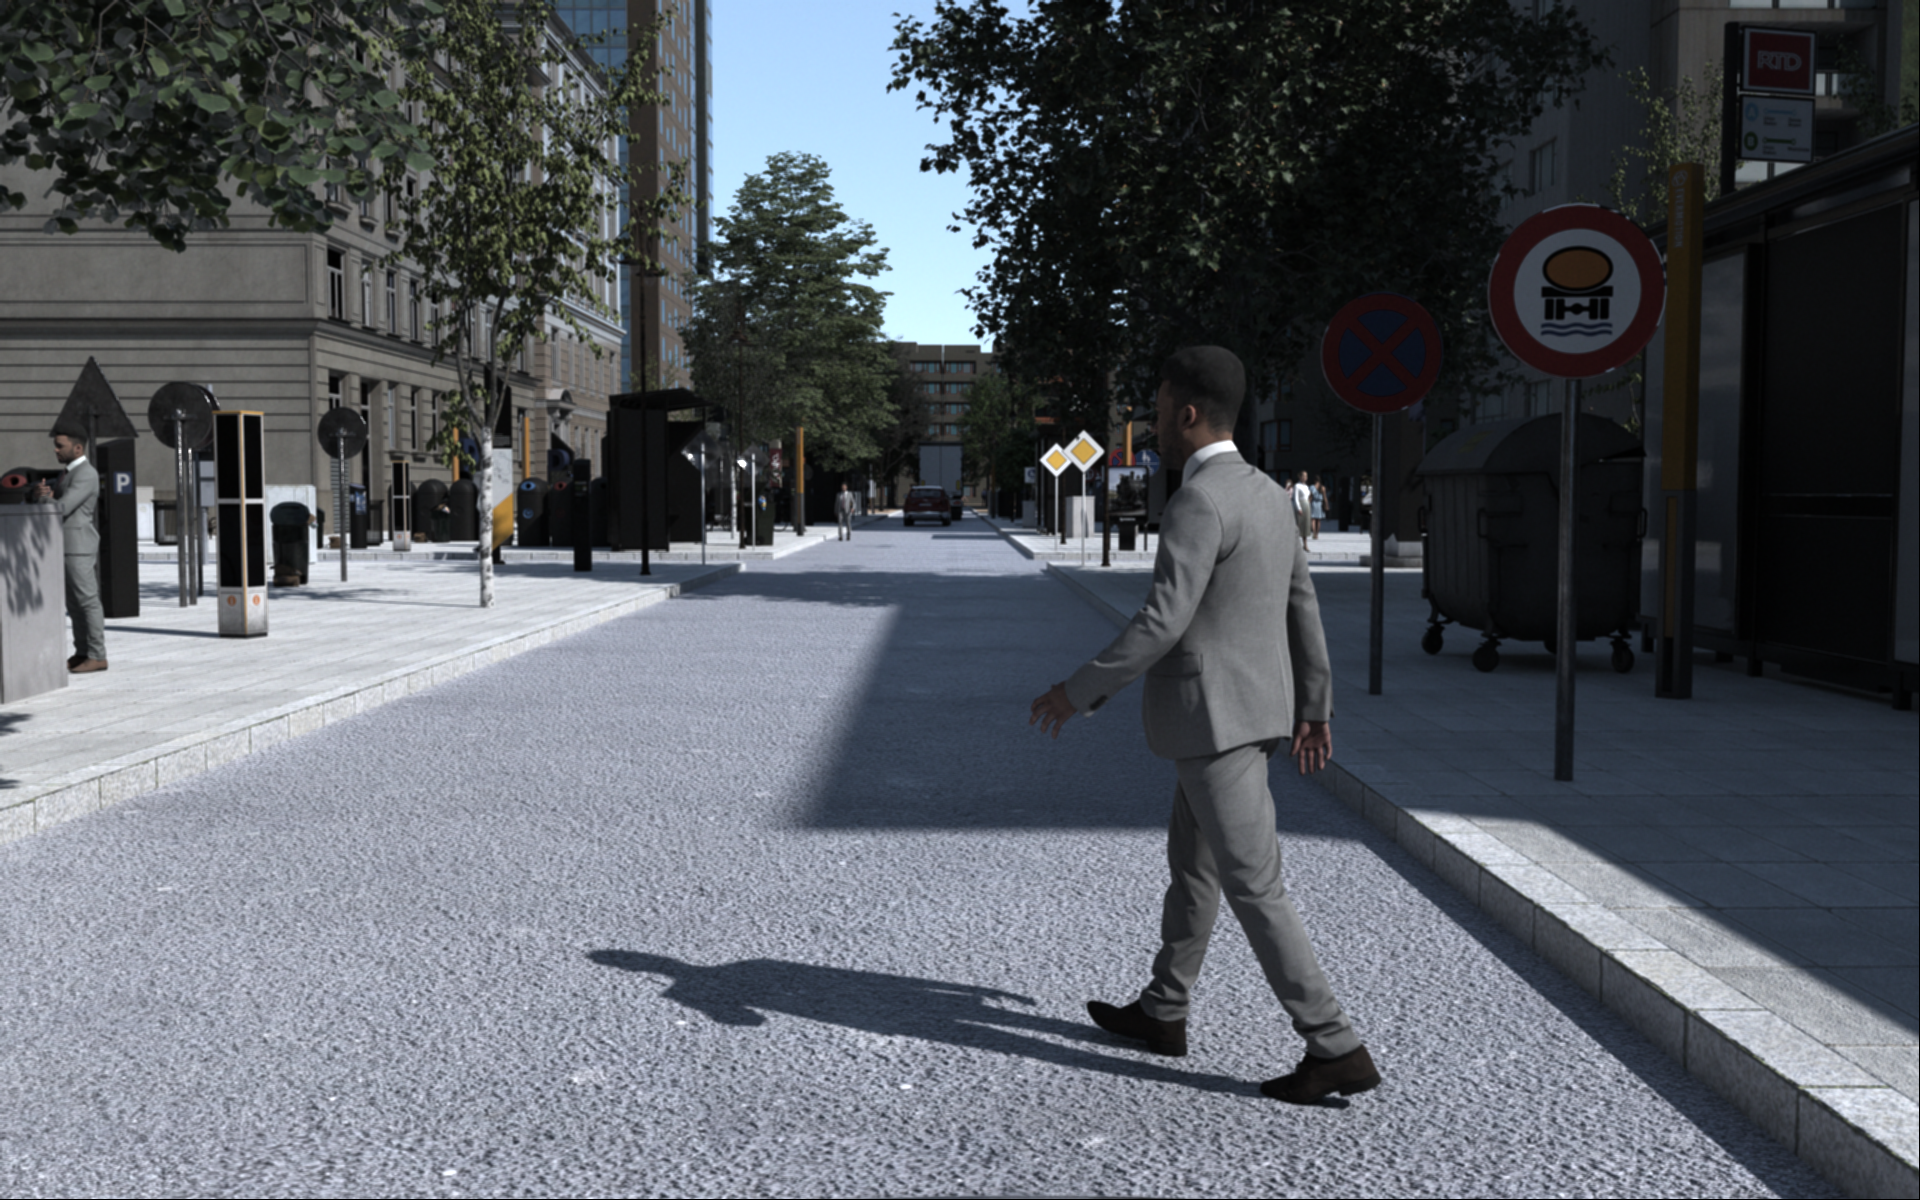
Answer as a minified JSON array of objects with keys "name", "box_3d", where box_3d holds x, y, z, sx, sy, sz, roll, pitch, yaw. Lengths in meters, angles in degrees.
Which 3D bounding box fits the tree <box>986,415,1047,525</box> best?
[{"name":"tree","box_3d":[2.924,-5.365,71.435,4.285,4.588,4.351,0,3,0]}]

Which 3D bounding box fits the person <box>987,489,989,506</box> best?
[{"name":"person","box_3d":[3.034,-10.956,185.315,0.705,1.807,1.348,1,4,10]}]

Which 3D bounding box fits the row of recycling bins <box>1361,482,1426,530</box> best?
[{"name":"row of recycling bins","box_3d":[15.794,-3.282,60.771,3.534,1.692,1.069,2,4,32]}]

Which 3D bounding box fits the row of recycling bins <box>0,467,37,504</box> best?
[{"name":"row of recycling bins","box_3d":[-14.802,-1.184,26.463,3.534,1.692,1.069,-1,4,-15]}]

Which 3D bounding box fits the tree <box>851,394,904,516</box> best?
[{"name":"tree","box_3d":[-5.591,-9.097,99.106,4.737,8.622,4.395,0,3,0]}]

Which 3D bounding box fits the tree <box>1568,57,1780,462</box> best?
[{"name":"tree","box_3d":[11.940,-4.825,29.244,4.737,8.622,4.395,0,3,0]}]

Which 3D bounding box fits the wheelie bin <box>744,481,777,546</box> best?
[{"name":"wheelie bin","box_3d":[-4.997,-2.156,43.164,0.693,1.594,0.980,-3,4,-38]}]

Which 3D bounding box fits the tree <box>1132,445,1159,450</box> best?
[{"name":"tree","box_3d":[10.765,-7.047,98.932,4.285,4.588,4.351,0,3,0]}]

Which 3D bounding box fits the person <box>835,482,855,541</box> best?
[{"name":"person","box_3d":[-3.532,-2.712,53.113,0.678,1.792,0.850,0,4,6]}]

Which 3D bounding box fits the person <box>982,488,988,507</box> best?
[{"name":"person","box_3d":[2.487,-10.151,171.874,0.709,1.838,0.599,1,4,21]}]

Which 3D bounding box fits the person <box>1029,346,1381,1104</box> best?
[{"name":"person","box_3d":[0.640,0.278,4.230,0.850,1.792,0.678,2,4,33]}]

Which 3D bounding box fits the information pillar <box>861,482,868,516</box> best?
[{"name":"information pillar","box_3d":[-5.664,-5.990,102.420,0.304,2.012,0.304,2,4,25]}]

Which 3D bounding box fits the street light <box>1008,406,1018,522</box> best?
[{"name":"street light","box_3d":[2.396,-6.499,79.039,0.468,5.910,1.993,0,4,0]}]

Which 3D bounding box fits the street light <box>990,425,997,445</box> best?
[{"name":"street light","box_3d":[2.233,-8.623,113.779,0.468,5.910,1.993,0,4,0]}]

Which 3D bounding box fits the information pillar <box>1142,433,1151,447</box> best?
[{"name":"information pillar","box_3d":[7.065,-4.553,65.797,0.183,3.616,0.504,-2,4,-35]}]

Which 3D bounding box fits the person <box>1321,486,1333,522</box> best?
[{"name":"person","box_3d":[17.207,-4.523,80.991,0.522,1.701,0.512,2,4,26]}]

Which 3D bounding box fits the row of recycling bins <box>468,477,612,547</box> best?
[{"name":"row of recycling bins","box_3d":[-10.071,-2.160,42.435,3.534,1.692,1.069,0,4,6]}]

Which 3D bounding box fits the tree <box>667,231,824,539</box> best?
[{"name":"tree","box_3d":[-6.231,-6.025,48.879,4.360,8.622,3.978,0,3,0]}]

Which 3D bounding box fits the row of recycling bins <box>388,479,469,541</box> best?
[{"name":"row of recycling bins","box_3d":[-13.951,-2.466,47.434,3.534,1.692,1.069,0,4,5]}]

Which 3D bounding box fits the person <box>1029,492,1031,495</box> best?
[{"name":"person","box_3d":[4.715,-7.106,122.927,1.217,1.736,0.721,1,4,14]}]

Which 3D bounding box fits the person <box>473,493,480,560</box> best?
[{"name":"person","box_3d":[-10.199,-1.767,37.237,0.795,1.843,0.661,1,4,16]}]

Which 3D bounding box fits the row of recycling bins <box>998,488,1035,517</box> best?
[{"name":"row of recycling bins","box_3d":[3.892,-5.482,96.738,3.534,1.692,1.069,0,4,-3]}]

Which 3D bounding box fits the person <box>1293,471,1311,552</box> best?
[{"name":"person","box_3d":[7.560,-1.975,38.557,0.478,1.798,0.641,-2,4,-27]}]

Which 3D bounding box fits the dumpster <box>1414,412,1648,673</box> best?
[{"name":"dumpster","box_3d":[4.294,-0.450,13.115,1.264,1.857,1.865,0,4,0]}]

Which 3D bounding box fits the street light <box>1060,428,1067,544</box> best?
[{"name":"street light","box_3d":[2.650,-4.374,44.299,0.468,5.910,1.993,0,4,0]}]

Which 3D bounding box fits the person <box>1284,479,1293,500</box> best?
[{"name":"person","box_3d":[10.542,-2.979,55.337,0.643,1.750,0.593,0,4,5]}]

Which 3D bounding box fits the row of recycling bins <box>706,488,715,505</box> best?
[{"name":"row of recycling bins","box_3d":[-12.833,-4.588,82.125,3.534,1.692,1.069,1,4,8]}]

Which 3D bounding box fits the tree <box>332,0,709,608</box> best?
[{"name":"tree","box_3d":[-5.225,-4.233,19.574,4.737,8.622,4.395,0,3,0]}]

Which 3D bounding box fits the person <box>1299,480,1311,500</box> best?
[{"name":"person","box_3d":[12.687,-3.541,63.918,0.580,1.828,0.573,1,4,19]}]

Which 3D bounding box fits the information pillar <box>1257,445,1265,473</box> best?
[{"name":"information pillar","box_3d":[13.807,-5.405,79.730,0.504,3.616,0.183,-2,4,-27]}]

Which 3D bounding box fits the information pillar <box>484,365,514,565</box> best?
[{"name":"information pillar","box_3d":[-8.400,-2.455,31.497,0.504,3.616,0.183,-1,4,-9]}]

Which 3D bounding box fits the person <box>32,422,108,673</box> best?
[{"name":"person","box_3d":[-6.463,-0.385,12.518,0.511,1.800,0.466,2,4,33]}]

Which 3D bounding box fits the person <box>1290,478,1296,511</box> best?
[{"name":"person","box_3d":[11.195,-3.186,58.222,0.616,1.811,0.778,1,4,10]}]

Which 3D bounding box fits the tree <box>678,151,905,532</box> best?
[{"name":"tree","box_3d":[-5.858,-8.565,58.166,7.486,12.596,7.792,0,3,0]}]

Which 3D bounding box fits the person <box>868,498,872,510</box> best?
[{"name":"person","box_3d":[-7.178,-8.102,138.516,0.705,1.824,1.348,-1,4,-10]}]

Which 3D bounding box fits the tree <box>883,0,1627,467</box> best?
[{"name":"tree","box_3d":[3.824,-6.506,23.374,9.611,12.733,9.660,0,3,0]}]

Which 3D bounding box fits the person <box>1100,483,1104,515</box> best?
[{"name":"person","box_3d":[6.386,-4.241,75.357,0.573,1.828,0.580,2,4,32]}]

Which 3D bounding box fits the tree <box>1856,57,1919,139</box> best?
[{"name":"tree","box_3d":[12.520,-4.293,20.550,4.737,8.622,4.395,0,3,0]}]

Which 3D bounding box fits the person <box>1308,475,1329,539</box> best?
[{"name":"person","box_3d":[10.104,-2.616,48.907,0.616,1.811,0.778,1,4,12]}]

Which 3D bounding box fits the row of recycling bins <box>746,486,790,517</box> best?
[{"name":"row of recycling bins","box_3d":[-9.755,-4.863,86.629,3.534,1.692,1.069,2,4,32]}]

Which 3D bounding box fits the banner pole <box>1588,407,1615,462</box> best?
[{"name":"banner pole","box_3d":[18.331,-3.656,49.796,0.863,3.779,0.401,1,4,19]}]

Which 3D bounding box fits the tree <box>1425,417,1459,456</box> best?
[{"name":"tree","box_3d":[20.374,-5.316,70.626,4.285,4.588,4.351,0,3,0]}]

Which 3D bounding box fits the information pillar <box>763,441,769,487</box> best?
[{"name":"information pillar","box_3d":[-8.578,-5.166,75.826,0.183,3.616,0.504,-1,4,-8]}]

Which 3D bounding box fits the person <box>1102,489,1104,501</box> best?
[{"name":"person","box_3d":[8.363,-5.861,101.846,0.580,1.828,0.573,0,4,-7]}]

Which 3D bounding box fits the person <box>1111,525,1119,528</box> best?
[{"name":"person","box_3d":[5.826,-3.611,65.174,0.616,1.811,0.778,-2,4,-27]}]

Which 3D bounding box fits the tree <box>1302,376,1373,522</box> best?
[{"name":"tree","box_3d":[17.049,-7.655,75.515,4.360,8.622,3.978,0,3,0]}]

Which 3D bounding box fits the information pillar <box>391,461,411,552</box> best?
[{"name":"information pillar","box_3d":[-12.473,-2.090,38.657,0.304,2.012,0.304,0,4,3]}]

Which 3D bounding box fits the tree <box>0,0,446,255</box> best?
[{"name":"tree","box_3d":[-4.908,-6.045,5.493,9.857,13.997,8.962,0,3,0]}]

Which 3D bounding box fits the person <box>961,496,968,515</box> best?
[{"name":"person","box_3d":[0.121,-6.534,116.035,0.721,1.736,1.217,-3,5,-40]}]

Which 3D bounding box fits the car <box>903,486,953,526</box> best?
[{"name":"car","box_3d":[-1.465,-4.289,78.804,2.281,1.827,5.304,0,4,1]}]

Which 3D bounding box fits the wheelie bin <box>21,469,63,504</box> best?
[{"name":"wheelie bin","box_3d":[-11.633,-0.882,22.325,0.980,1.594,0.693,-1,4,-14]}]

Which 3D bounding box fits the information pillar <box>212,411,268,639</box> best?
[{"name":"information pillar","box_3d":[-6.416,-0.670,15.452,0.304,2.012,0.304,1,4,16]}]
